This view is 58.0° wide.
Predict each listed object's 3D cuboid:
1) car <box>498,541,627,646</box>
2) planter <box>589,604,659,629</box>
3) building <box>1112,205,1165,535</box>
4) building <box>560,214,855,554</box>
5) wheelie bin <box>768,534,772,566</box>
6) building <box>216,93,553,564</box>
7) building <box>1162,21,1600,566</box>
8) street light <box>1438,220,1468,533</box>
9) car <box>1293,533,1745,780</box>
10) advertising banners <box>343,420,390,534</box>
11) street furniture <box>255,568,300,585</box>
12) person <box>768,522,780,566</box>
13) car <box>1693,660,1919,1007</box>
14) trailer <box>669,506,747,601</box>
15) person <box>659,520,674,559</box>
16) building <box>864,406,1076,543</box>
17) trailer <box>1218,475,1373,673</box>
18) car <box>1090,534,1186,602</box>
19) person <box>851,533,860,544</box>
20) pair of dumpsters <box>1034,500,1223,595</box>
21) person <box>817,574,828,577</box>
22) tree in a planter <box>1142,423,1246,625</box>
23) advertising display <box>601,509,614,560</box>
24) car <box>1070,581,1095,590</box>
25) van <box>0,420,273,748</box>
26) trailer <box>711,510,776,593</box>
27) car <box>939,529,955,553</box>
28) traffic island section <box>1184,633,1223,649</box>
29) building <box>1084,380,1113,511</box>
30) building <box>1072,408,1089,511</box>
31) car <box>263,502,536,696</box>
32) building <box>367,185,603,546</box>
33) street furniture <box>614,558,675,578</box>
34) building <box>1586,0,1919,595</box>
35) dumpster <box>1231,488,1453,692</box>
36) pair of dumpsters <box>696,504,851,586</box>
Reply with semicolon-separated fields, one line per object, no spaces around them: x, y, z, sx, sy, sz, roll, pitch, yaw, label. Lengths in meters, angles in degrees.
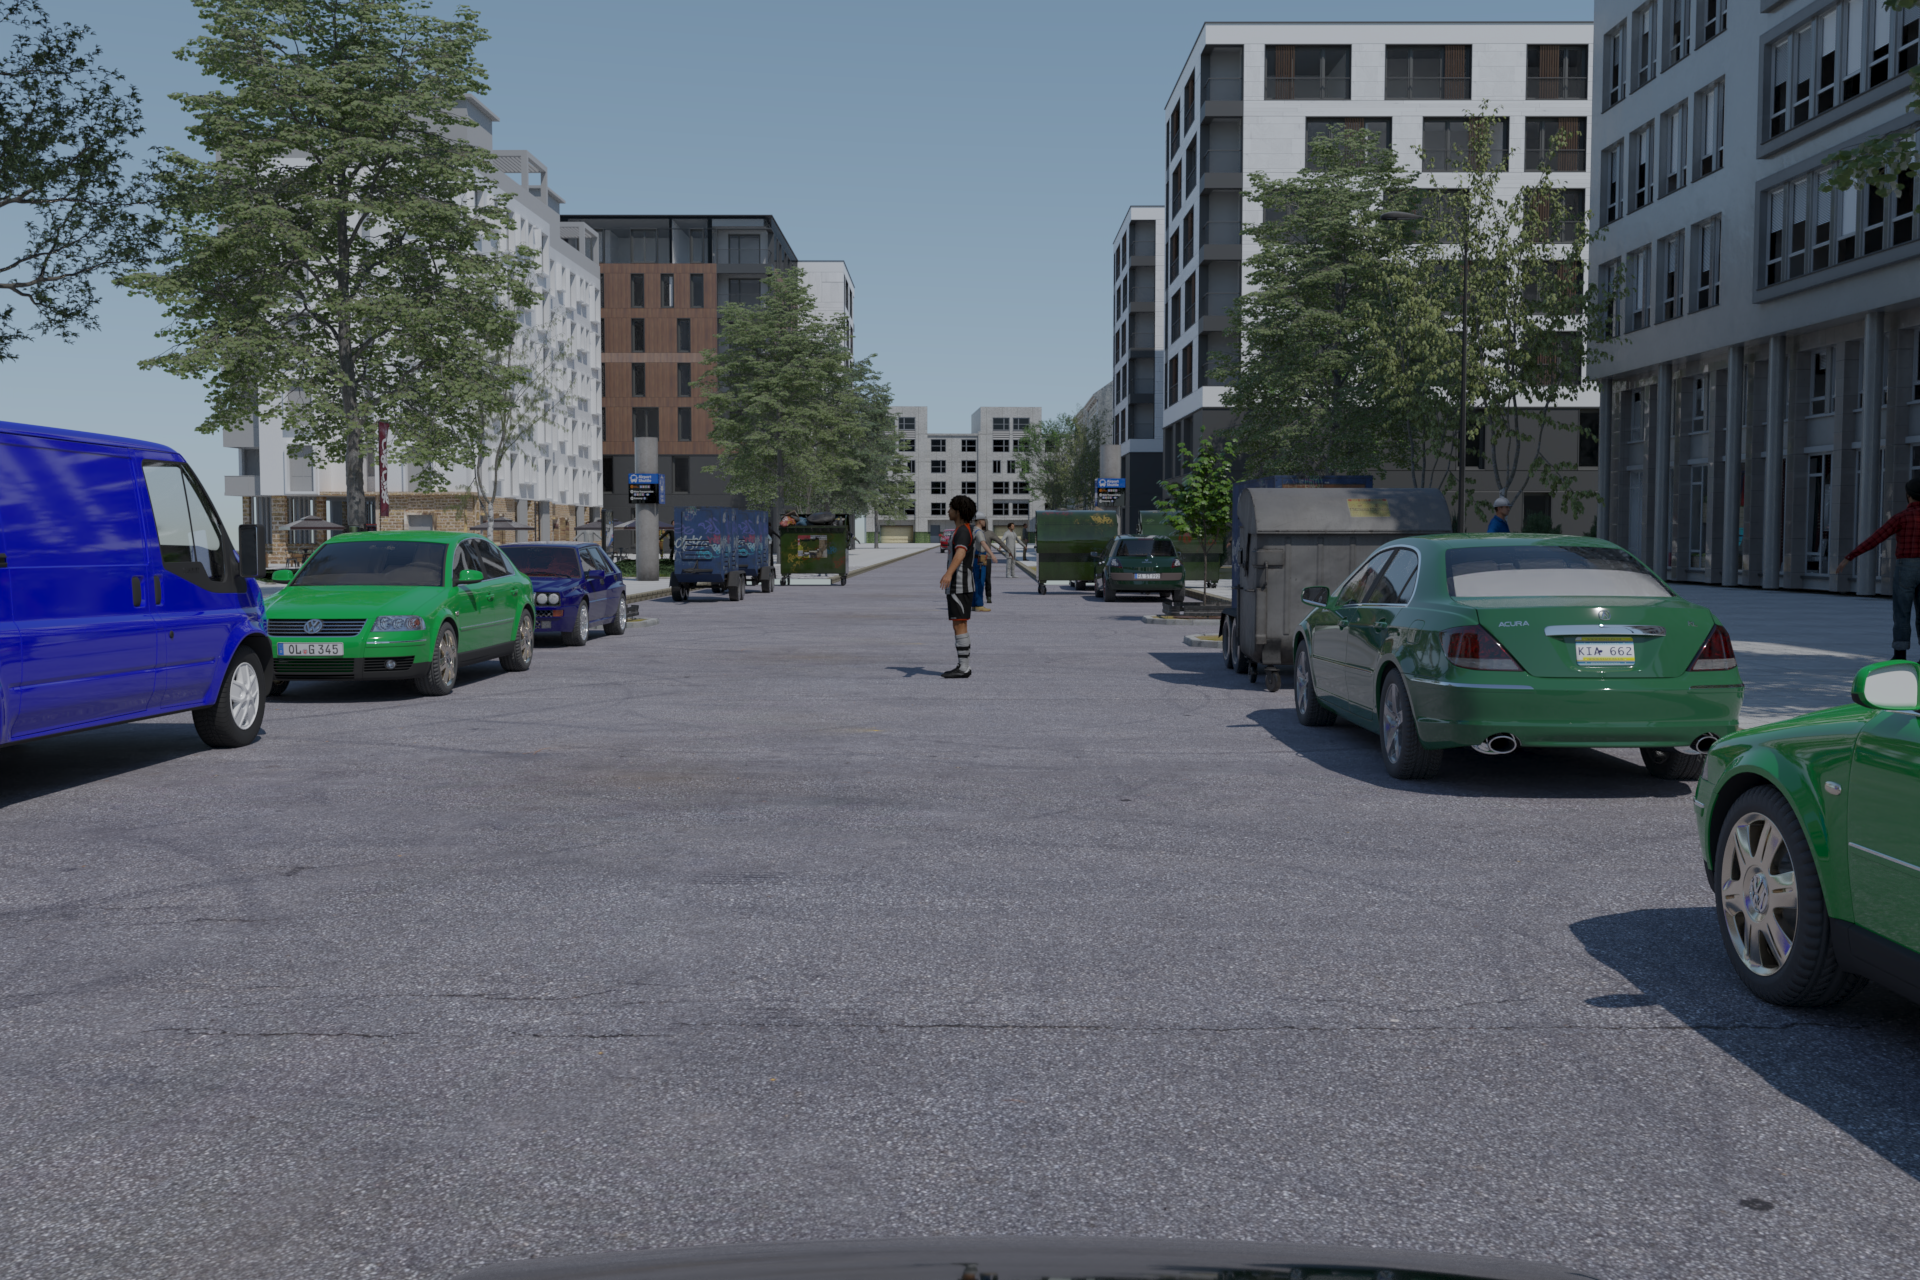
-5.649;-0.658;23.333;1.945;1.354;3.894;0;4;0;car
-5.794;-0.365;27.105;1.991;0.319;1.994;0;4;1;planter
24.689;-17.136;124.141;27.936;21.610;32.646;0;4;1;building
-22.586;-17.331;127.334;27.936;21.610;32.646;0;4;0;building
-6.293;-2.848;54.467;0.693;1.594;0.980;0;4;1;wheelie bin
-26.035;-13.423;75.888;16.016;20.090;11.380;0;4;1;building
23.750;-14.785;85.715;27.936;21.610;32.646;0;4;0;building
7.832;-3.214;25.092;1.470;5.913;1.316;0;4;0;street light
3.449;0.016;11.537;2.131;1.459;4.920;0;4;0;car
-8.929;-1.835;26.185;0.090;3.025;2.074;0;3;0;advertising banners
-29.337;-2.852;51.655;27.439;1.986;14.083;1;4;10;street furniture
-7.243;-3.584;65.314;1.216;1.740;0.721;-1;4;-19;person
3.315;0.299;3.901;1.959;1.807;4.718;0;4;0;car
-5.407;-1.799;36.458;1.471;1.999;3.904;0;4;1;trailer
-10.666;-3.579;64.705;1.347;1.806;0.705;-1;4;-20;person
2.244;-23.100;246.605;31.486;18.905;16.747;0;4;-4;building
3.541;-0.719;18.806;1.471;1.999;3.904;0;4;0;trailer
3.894;-1.719;37.895;2.009;1.686;4.222;0;4;0;car
-4.370;-3.593;64.520;1.354;1.856;0.705;-2;4;-26;person
3.967;-2.215;41.165;4.436;2.255;1.574;0;3;0;pair of dumpsters
-4.157;-2.633;52.321;0.991;1.433;0.599;-1;4;-16;person
3.980;-1.885;28.038;1.991;3.239;1.994;0;4;1;tree in a planter
-9.273;-2.470;45.600;0.123;1.923;0.974;0;4;1;advertising display
3.882;-2.028;45.520;2.083;1.381;4.827;0;4;1;car
-5.748;-0.338;9.908;2.240;2.365;5.245;0;4;1;van
-5.325;-2.121;41.733;1.471;1.999;3.904;0;4;1;trailer
-0.467;-7.516;131.560;2.281;1.827;5.304;0;4;0;car
3.942;0.022;22.509;1.991;0.108;1.994;0;4;1;traffic island section
24.249;-22.358;196.482;19.493;23.208;18.063;0;4;1;building
24.428;-23.828;220.508;19.493;23.208;18.063;0;4;0;building
-5.408;-0.485;16.733;1.959;1.807;4.718;0;3;0;car
-27.484;-14.614;95.360;16.016;20.090;11.380;0;4;1;building
-10.757;-2.393;54.756;5.734;0.657;10.072;-1;4;-8;street furniture
26.275;-13.456;27.605;19.016;26.051;41.698;0;4;1;building
3.532;-0.485;16.147;1.865;1.857;1.264;0;4;0;dumpster
-5.259;-2.639;48.094;4.436;2.255;1.574;0;4;1;pair of dumpsters
